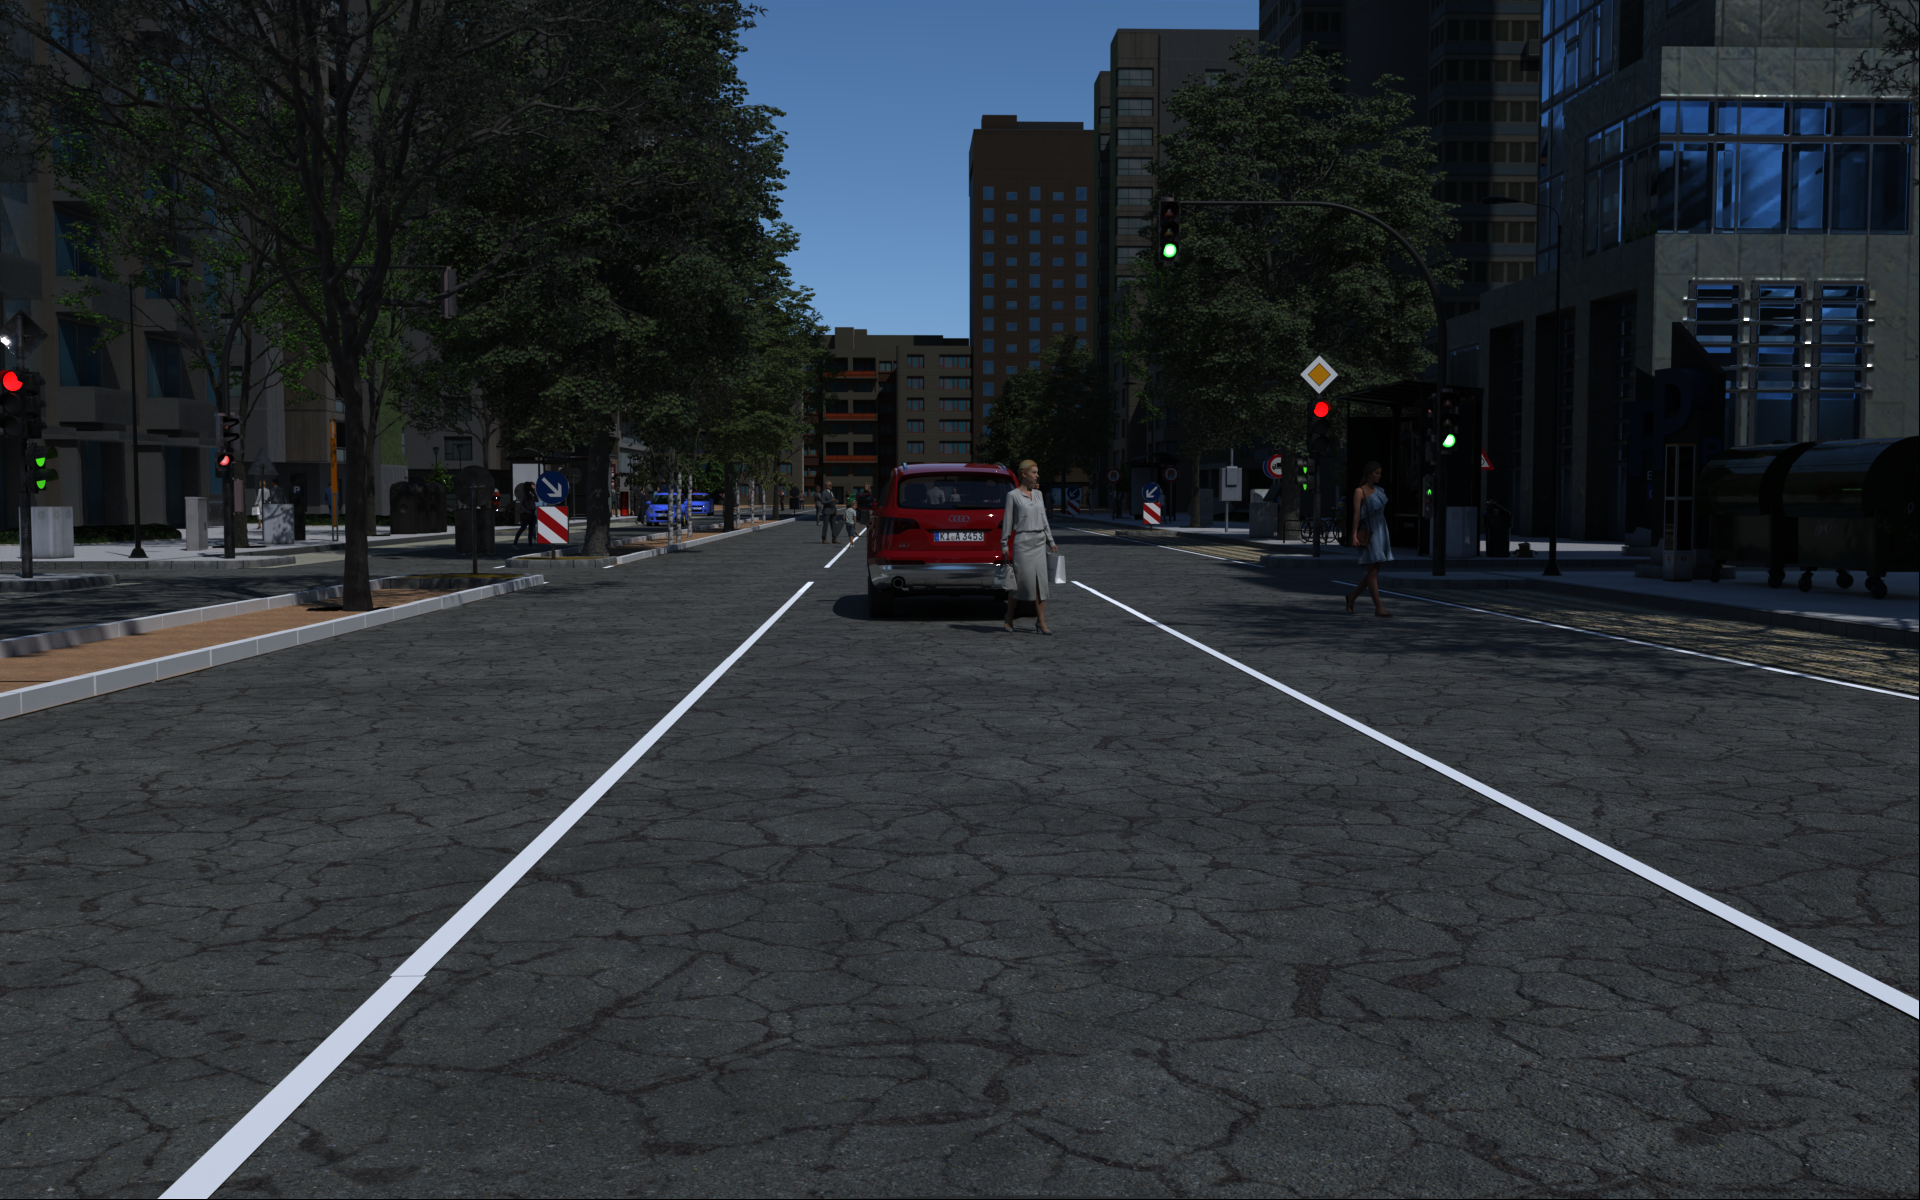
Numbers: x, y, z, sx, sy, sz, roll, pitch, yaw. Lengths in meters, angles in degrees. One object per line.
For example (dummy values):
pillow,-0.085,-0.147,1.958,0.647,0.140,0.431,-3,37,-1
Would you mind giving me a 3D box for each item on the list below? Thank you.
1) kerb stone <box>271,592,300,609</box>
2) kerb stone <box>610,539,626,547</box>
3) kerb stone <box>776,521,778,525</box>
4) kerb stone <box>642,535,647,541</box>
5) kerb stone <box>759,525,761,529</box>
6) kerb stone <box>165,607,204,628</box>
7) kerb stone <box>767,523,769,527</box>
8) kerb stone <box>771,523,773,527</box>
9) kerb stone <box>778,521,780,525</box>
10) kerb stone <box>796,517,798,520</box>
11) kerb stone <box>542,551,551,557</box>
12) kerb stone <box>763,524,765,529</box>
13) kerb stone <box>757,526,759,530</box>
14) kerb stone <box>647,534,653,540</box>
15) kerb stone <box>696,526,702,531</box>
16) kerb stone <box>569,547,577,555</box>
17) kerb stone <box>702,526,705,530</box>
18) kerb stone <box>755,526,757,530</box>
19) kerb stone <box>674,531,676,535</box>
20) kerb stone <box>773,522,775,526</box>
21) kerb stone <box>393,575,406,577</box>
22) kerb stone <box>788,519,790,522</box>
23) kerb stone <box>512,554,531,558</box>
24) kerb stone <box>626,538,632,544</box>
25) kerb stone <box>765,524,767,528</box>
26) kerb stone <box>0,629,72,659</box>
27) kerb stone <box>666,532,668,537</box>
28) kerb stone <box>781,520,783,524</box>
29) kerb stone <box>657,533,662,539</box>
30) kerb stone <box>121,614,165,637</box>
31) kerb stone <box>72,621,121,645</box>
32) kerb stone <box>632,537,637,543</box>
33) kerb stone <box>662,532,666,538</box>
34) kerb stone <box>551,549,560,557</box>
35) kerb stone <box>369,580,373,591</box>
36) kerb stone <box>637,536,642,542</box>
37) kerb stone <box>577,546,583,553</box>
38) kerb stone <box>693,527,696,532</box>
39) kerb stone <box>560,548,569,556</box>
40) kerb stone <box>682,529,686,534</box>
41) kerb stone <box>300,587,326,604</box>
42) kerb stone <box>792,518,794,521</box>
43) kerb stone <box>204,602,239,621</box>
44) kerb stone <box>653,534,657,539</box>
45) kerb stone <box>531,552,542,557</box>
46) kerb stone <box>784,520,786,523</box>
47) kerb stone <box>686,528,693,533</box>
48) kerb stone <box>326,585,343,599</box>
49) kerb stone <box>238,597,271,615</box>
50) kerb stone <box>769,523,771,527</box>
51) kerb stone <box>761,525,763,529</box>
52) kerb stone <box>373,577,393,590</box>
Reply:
kerb stone,-8.588,0.029,21.837,0.120,0.150,1.000,0,4,-2
kerb stone,-9.481,-1.580,48.025,0.120,0.150,1.000,0,4,-2
kerb stone,-8.389,-3.398,77.816,0.120,0.150,1.000,0,4,-2
kerb stone,-9.619,-1.828,52.130,0.120,0.150,1.000,0,4,-2
kerb stone,-8.080,-2.837,68.582,0.120,0.150,1.000,0,4,-2
kerb stone,-8.488,0.210,18.771,0.120,0.150,1.000,0,4,-2
kerb stone,-8.218,-3.088,72.691,0.120,0.150,1.000,0,4,-2
kerb stone,-8.289,-3.214,74.739,0.120,0.150,1.000,0,4,-2
kerb stone,-8.426,-3.463,78.849,0.120,0.150,1.000,0,4,-2
kerb stone,-8.868,-4.279,92.152,0.120,0.150,1.000,0,4,-2
kerb stone,-9.131,-0.953,37.772,0.120,0.150,1.000,0,4,-2
kerb stone,-8.143,-2.963,70.635,0.120,0.150,1.000,0,4,-2
kerb stone,-8.047,-2.774,67.558,0.120,0.150,1.000,0,4,-2
kerb stone,-9.647,-1.893,53.152,0.120,0.150,1.000,0,4,-2
kerb stone,-10.105,-2.709,66.493,0.120,0.150,1.000,0,4,-2
kerb stone,-9.239,-1.135,40.840,0.120,0.150,1.000,0,4,-2
kerb stone,-10.139,-2.768,67.515,0.120,0.150,1.000,0,4,-2
kerb stone,-7.998,-2.712,66.536,0.120,0.150,1.000,0,4,-2
kerb stone,-9.862,-2.270,59.304,0.120,0.150,1.000,0,4,-2
kerb stone,-8.316,-3.277,75.770,0.120,0.150,1.000,0,4,-2
kerb stone,-8.758,-0.291,26.951,0.120,0.150,1.000,0,4,-2
kerb stone,-8.668,-3.903,86.005,0.120,0.150,1.000,0,4,-2
kerb stone,-9.067,-0.827,35.726,0.120,0.150,1.000,0,4,-2
kerb stone,-9.515,-1.643,49.065,0.120,0.150,1.000,0,4,-2
kerb stone,-8.182,-3.025,71.670,0.120,0.150,1.000,0,4,-2
kerb stone,-8.380,0.397,15.706,0.120,0.150,1.000,0,4,-2
kerb stone,-9.796,-2.138,57.251,0.120,0.150,1.000,0,4,-2
kerb stone,-8.500,-3.590,80.894,0.120,0.150,1.000,0,4,-2
kerb stone,-9.724,-2.018,55.202,0.120,0.150,1.000,0,4,-2
kerb stone,-8.448,0.274,17.749,0.120,0.150,1.000,0,4,-2
kerb stone,-8.415,0.334,16.727,0.120,0.150,1.000,0,4,-2
kerb stone,-9.550,-1.702,50.087,0.120,0.150,1.000,0,4,-2
kerb stone,-9.758,-2.082,56.228,0.120,0.150,1.000,0,4,-2
kerb stone,-9.169,-1.015,38.795,0.120,0.150,1.000,0,4,-2
kerb stone,-8.698,-0.166,24.908,0.120,0.150,1.000,0,4,-2
kerb stone,-9.585,-1.765,51.108,0.120,0.150,1.000,0,4,-2
kerb stone,-9.279,-1.199,41.863,0.120,0.150,1.000,0,4,-2
kerb stone,-10.032,-2.583,64.433,0.120,0.150,1.000,0,4,-2
kerb stone,-9.206,-1.078,39.818,0.120,0.150,1.000,0,4,-2
kerb stone,-9.933,-2.389,61.359,0.120,0.150,1.000,0,4,-2
kerb stone,-8.625,-0.037,22.861,0.120,0.150,1.000,0,4,-2
kerb stone,-8.773,-4.090,89.071,0.120,0.150,1.000,0,4,-2
kerb stone,-8.523,0.147,19.794,0.120,0.150,1.000,0,4,-2
kerb stone,-9.688,-1.956,54.173,0.120,0.150,1.000,0,4,-2
kerb stone,-9.098,-0.890,36.751,0.120,0.150,1.000,0,4,-2
kerb stone,-8.563,-3.715,82.940,0.120,0.150,1.000,0,4,-2
kerb stone,-10.002,-2.520,63.411,0.120,0.150,1.000,0,4,-2
kerb stone,-8.655,-0.103,23.887,0.120,0.150,1.000,0,4,-2
kerb stone,-8.561,0.084,20.815,0.120,0.150,1.000,0,4,-2
kerb stone,-8.254,-3.151,73.718,0.120,0.150,1.000,0,4,-2
kerb stone,-8.115,-2.900,69.611,0.120,0.150,1.000,0,4,-2
kerb stone,-8.732,-0.228,25.929,0.120,0.150,1.000,0,4,-2
